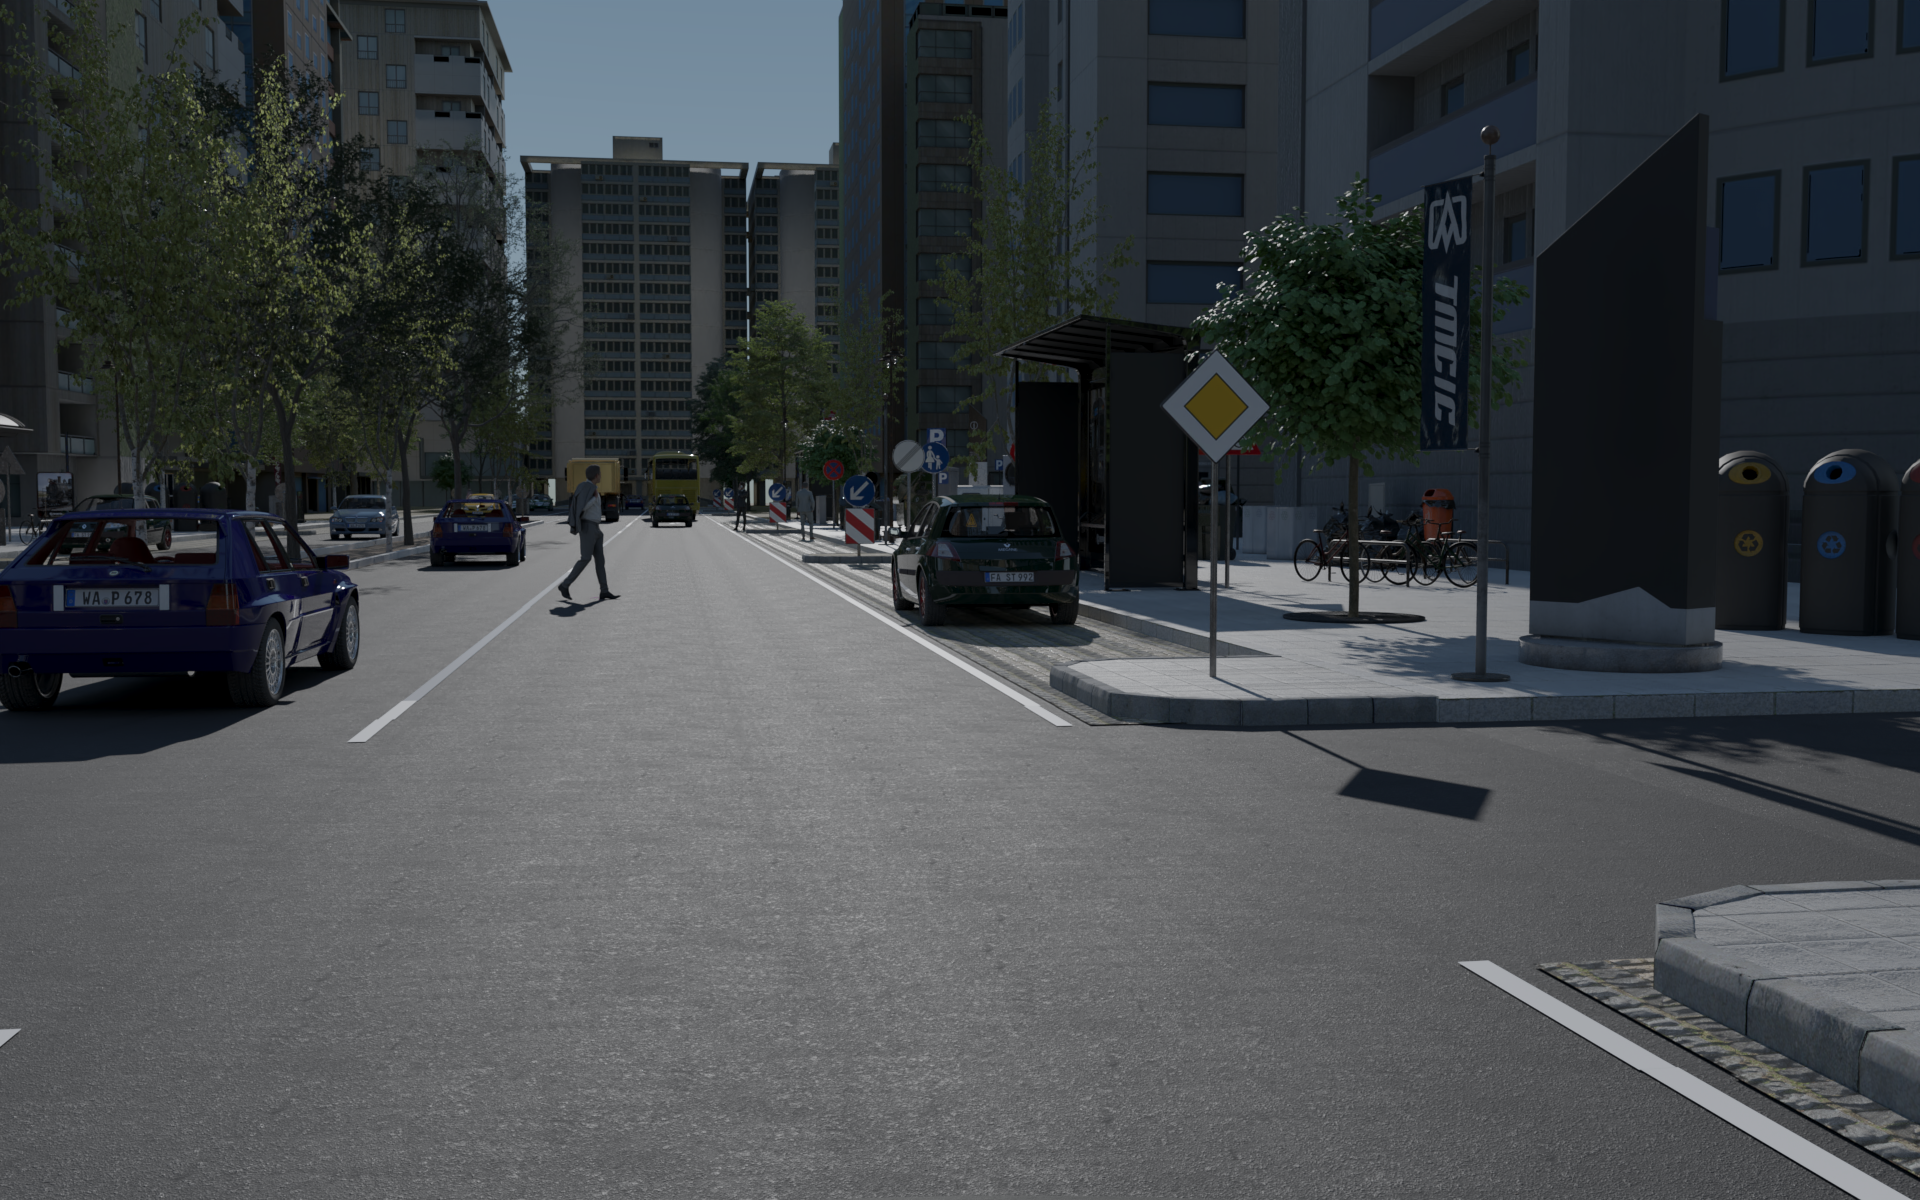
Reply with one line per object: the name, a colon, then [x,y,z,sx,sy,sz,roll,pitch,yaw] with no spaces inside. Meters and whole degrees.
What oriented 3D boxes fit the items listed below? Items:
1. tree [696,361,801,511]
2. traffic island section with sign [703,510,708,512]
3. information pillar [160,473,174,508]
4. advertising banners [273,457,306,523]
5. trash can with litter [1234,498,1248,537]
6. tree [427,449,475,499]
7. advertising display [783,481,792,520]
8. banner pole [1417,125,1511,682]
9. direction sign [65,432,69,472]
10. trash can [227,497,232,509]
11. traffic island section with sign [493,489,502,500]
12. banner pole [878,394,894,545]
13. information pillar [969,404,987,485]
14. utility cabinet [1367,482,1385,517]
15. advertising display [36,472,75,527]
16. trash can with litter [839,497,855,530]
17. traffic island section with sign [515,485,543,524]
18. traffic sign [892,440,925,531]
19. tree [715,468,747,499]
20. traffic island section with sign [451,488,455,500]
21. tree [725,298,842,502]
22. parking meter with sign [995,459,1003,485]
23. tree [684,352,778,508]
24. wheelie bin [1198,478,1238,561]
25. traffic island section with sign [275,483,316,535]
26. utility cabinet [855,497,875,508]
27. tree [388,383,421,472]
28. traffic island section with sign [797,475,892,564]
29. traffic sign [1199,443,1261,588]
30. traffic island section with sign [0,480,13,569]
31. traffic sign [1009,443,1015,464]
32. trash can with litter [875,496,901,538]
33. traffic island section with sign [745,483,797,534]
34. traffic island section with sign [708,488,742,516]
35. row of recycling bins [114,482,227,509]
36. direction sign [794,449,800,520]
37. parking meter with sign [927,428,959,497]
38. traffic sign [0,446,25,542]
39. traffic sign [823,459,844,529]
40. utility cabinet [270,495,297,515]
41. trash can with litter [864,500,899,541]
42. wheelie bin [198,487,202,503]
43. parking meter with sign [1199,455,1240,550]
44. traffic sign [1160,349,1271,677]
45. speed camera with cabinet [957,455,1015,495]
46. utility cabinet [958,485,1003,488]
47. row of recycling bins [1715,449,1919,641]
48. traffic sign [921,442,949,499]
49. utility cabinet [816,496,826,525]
tree: [-15.922,-12.576,131.365,9.928,11.665,9.643,0,3,0]
traffic island section with sign: [-19.650,-7.979,139.089,1.989,1.847,2.006,-1,4,-10]
information pillar: [-27.804,-3.442,60.768,0.304,2.012,0.304,1,4,20]
advertising banners: [-29.645,-4.915,76.545,2.074,3.025,0.090,2,4,31]
trash can with litter: [8.023,-2.428,51.085,0.624,1.170,1.055,-2,4,-26]
tree: [-37.033,-8.685,125.711,4.285,4.588,4.351,0,3,0]
advertising display: [-8.409,-4.844,84.406,0.123,1.923,0.974,1,4,13]
banner pole: [3.495,-1.349,12.080,0.401,3.779,0.863,-2,4,-28]
direction sign: [-32.567,-4.356,63.210,0.379,3.537,0.876,-2,4,-31]
trash can: [-31.334,-3.790,73.620,0.748,1.137,0.748,0,3,0]
traffic island section with sign: [-36.379,-7.812,136.355,1.989,1.847,2.006,-1,4,-10]
banner pole: [-1.859,-3.250,43.149,0.401,3.779,0.863,0,4,0]
information pillar: [0.454,-3.274,44.886,0.504,3.616,0.183,1,4,18]
utility cabinet: [7.994,-1.507,33.311,0.318,1.500,1.173,1,4,13]
advertising display: [-26.077,-2.737,49.958,0.974,1.923,0.123,-1,4,-12]
trash can with litter: [-3.992,-3.102,62.101,0.624,1.170,1.055,-1,4,-14]
traffic island section with sign: [-21.311,-4.648,84.139,2.006,1.907,1.989,-1,4,-10]
traffic sign: [-1.215,-2.498,40.953,0.768,2.556,0.104,0,4,-1]
tree: [-21.483,-10.988,163.363,4.285,4.588,4.351,0,3,0]
traffic island section with sign: [-31.897,-6.186,109.774,1.989,1.847,2.006,-1,4,-10]
tree: [-10.154,-11.187,101.041,7.486,12.596,7.792,0,3,0]
parking meter with sign: [2.501,-5.610,87.991,0.543,3.016,1.738,3,4,37]
tree: [-20.043,-15.163,154.567,9.857,13.997,8.962,0,3,0]
wheelie bin: [4.954,-1.569,33.563,0.980,1.594,0.693,3,5,43]
traffic island section with sign: [-23.539,-3.157,60.250,1.989,1.847,2.006,-1,4,-10]
utility cabinet: [-4.689,-4.663,84.911,0.318,1.500,1.173,-3,5,-44]
tree: [-33.081,-10.697,93.020,7.486,12.596,7.792,0,3,0]
traffic island section with sign: [-2.306,-1.700,36.427,1.989,1.847,2.006,-1,4,-10]
traffic sign: [3.639,-1.439,23.533,0.884,2.594,0.081,0,4,-5]
traffic island section with sign: [-19.043,-1.529,33.621,1.989,1.847,2.006,-1,4,-10]
traffic sign: [1.463,-2.319,38.016,0.768,2.556,0.104,0,4,-1]
trash can with litter: [-1.815,-2.401,50.311,2.233,1.210,1.678,-1,4,-20]
traffic island section with sign: [-6.791,-3.326,63.008,1.989,1.847,2.006,-1,4,-10]
traffic island section with sign: [-15.148,-6.354,112.511,1.989,1.847,2.006,-1,4,-10]
row of recycling bins: [-26.869,-3.171,58.967,3.534,1.692,1.069,-3,4,-37]
direction sign: [-8.159,-5.797,86.781,0.379,3.537,0.876,-1,4,-15]
parking meter with sign: [-0.310,-3.076,46.550,0.543,3.016,1.738,1,4,21]
traffic sign: [-25.595,-2.849,46.589,0.884,2.594,0.081,0,4,-4]
traffic sign: [-4.652,-3.897,63.826,0.768,2.556,0.104,0,4,-2]
utility cabinet: [-30.359,-4.086,77.974,1.020,1.237,0.306,0,4,3]
trash can with litter: [-2.179,-2.213,47.576,1.055,1.170,0.624,1,4,20]
wheelie bin: [-33.529,-4.241,77.246,0.980,1.594,0.693,-2,4,-29]
parking meter with sign: [5.559,-2.656,39.683,1.738,3.016,0.543,0,4,-5]
traffic sign: [1.771,-0.517,12.089,0.795,2.450,0.064,-1,4,-10]
speed camera with cabinet: [0.863,-2.737,39.082,2.038,3.252,0.660,3,5,41]
utility cabinet: [0.535,-2.172,44.195,1.173,1.500,0.318,0,4,1]
row of recycling bins: [8.418,-0.520,15.614,1.069,1.692,3.534,-3,5,-41]
traffic sign: [-0.643,-2.582,42.322,0.768,2.556,0.104,0,4,-6]
utility cabinet: [-5.871,-3.791,73.146,0.306,1.237,1.020,-1,4,-13]
